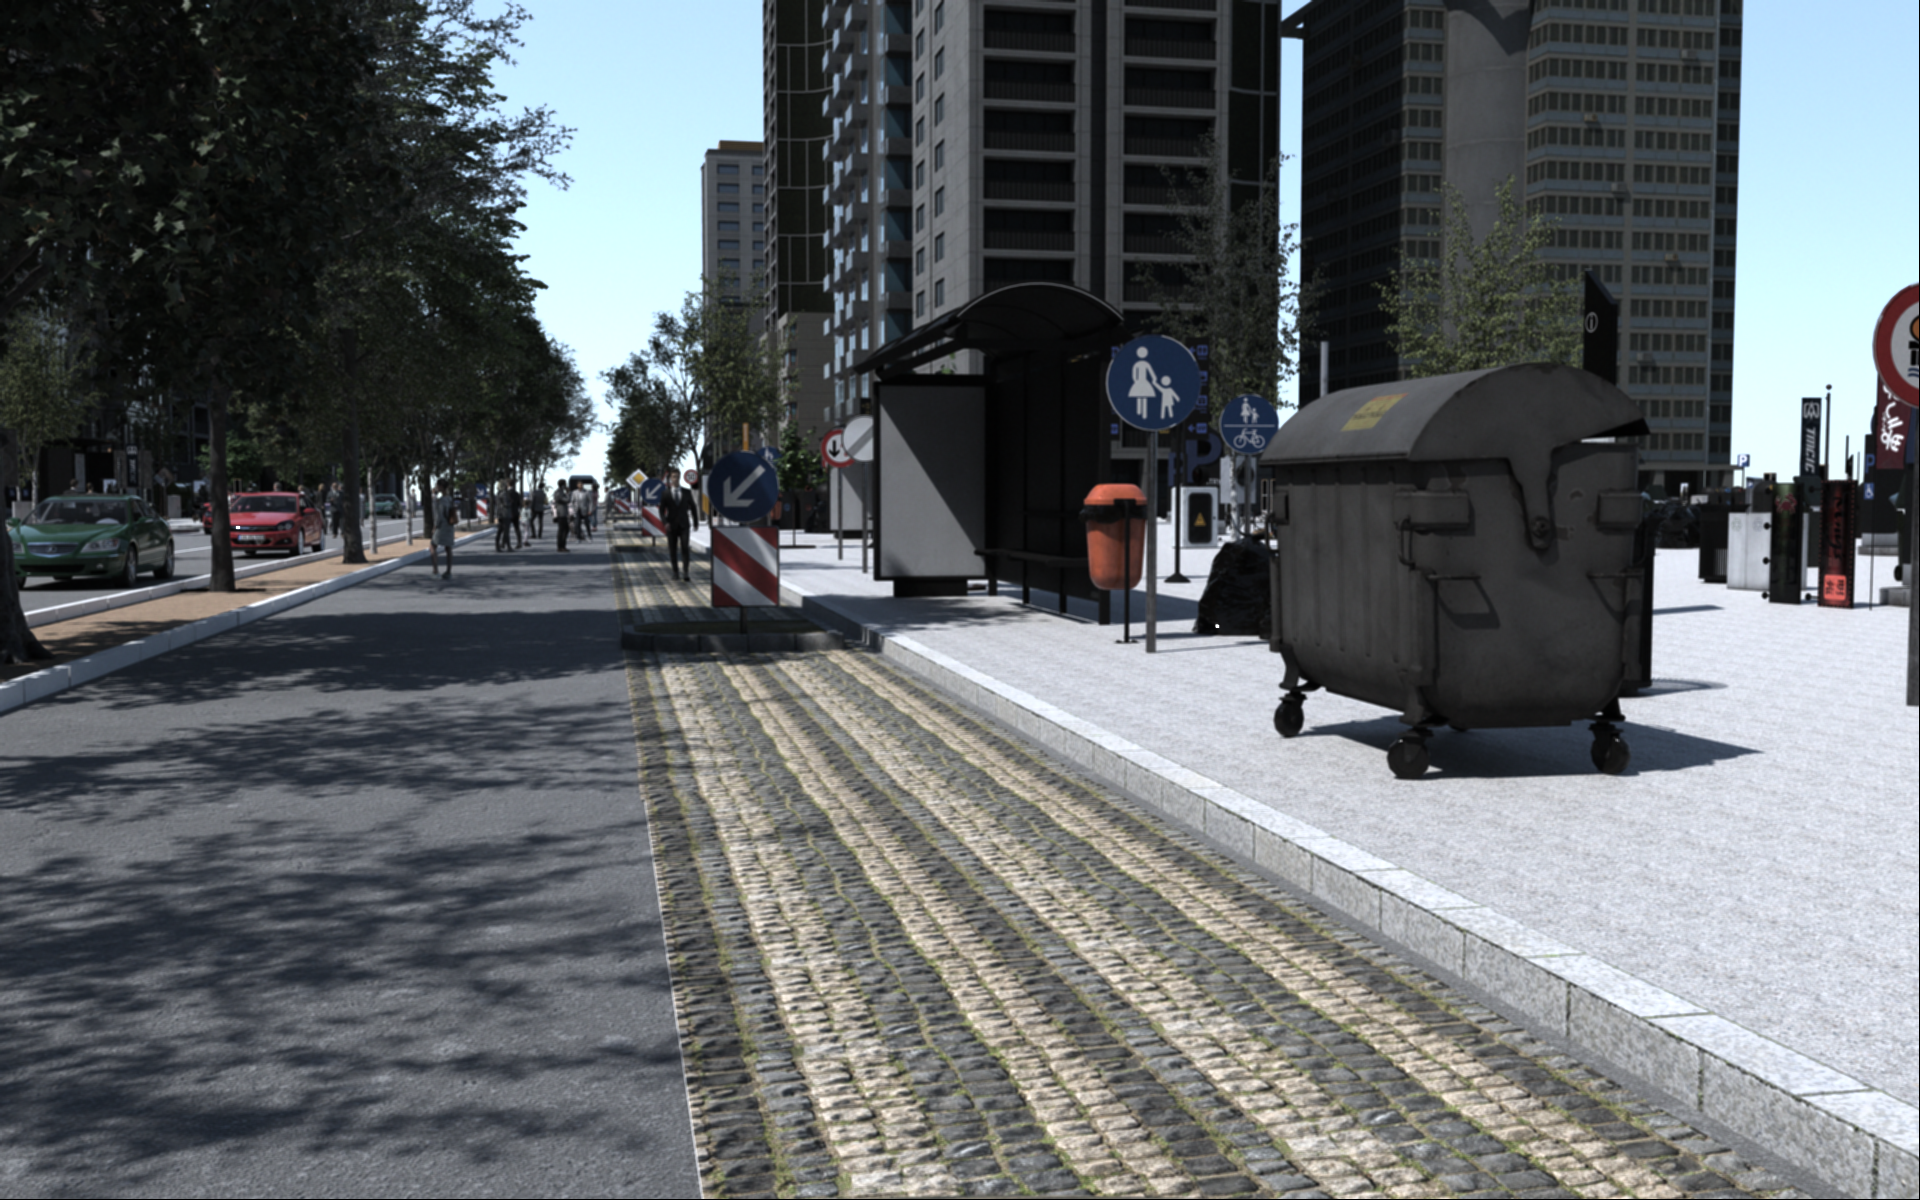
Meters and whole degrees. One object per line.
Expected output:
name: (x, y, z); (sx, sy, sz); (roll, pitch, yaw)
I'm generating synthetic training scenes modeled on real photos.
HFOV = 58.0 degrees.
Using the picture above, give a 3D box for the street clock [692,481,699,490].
street clock: (-13.921, -5.301, 91.242); (0.471, 2.002, 0.358); (2, 4, 25)

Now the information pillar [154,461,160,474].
information pillar: (-56.346, -7.972, 121.691); (0.504, 3.616, 0.183); (-2, 4, -24)

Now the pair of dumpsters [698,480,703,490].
pair of dumpsters: (-18.071, -7.506, 125.223); (1.574, 2.255, 4.437); (-1, 4, -12)

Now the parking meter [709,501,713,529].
parking meter: (-8.972, -3.524, 63.330); (0.399, 1.863, 0.255); (0, 4, 1)

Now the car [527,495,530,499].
car: (-50.766, -11.920, 206.889); (2.014, 1.417, 4.499); (-1, 4, -12)

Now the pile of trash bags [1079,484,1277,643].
pile of trash bags: (2.720, -0.354, 15.533); (3.447, 1.369, 1.912); (-1, 4, -16)

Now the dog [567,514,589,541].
dog: (-11.684, -2.228, 53.260); (0.800, 0.831, 0.513); (0, 4, 0)

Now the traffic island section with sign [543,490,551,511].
traffic island section with sign: (-35.729, -8.517, 147.383); (2.006, 1.907, 1.989); (-1, 4, -12)

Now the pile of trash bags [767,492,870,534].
pile of trash bags: (-4.680, -2.873, 56.732); (3.447, 1.369, 1.912); (0, 4, -6)

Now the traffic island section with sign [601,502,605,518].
traffic island section with sign: (-18.888, -5.388, 96.724); (1.989, 1.847, 2.006); (-1, 4, -12)

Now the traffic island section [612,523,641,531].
traffic island section: (-14.127, -3.253, 75.462); (2.009, 0.180, 2.903); (-1, 4, -12)

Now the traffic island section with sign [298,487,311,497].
traffic island section with sign: (-35.745, -5.245, 94.386); (1.989, 1.847, 2.006); (-1, 4, -12)

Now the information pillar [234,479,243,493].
information pillar: (-35.461, -4.933, 85.142); (0.304, 2.012, 0.304); (0, 4, -5)

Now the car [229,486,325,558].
car: (-15.935, -1.898, 40.076); (2.155, 1.783, 4.494); (-1, 4, -11)

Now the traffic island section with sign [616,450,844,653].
traffic island section with sign: (-2.229, -0.483, 16.532); (1.989, 1.847, 2.006); (-1, 4, -12)

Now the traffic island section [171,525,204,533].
traffic island section: (-29.435, -2.560, 64.143); (2.009, 0.180, 2.903); (-1, 4, -12)

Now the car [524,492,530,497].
car: (-70.462, -16.669, 282.127); (1.945, 1.707, 3.694); (-1, 4, -13)

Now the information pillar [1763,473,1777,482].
information pillar: (27.929, -3.381, 59.771); (0.304, 2.012, 0.304); (-2, 4, -27)

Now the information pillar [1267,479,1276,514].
information pillar: (15.673, -5.021, 86.578); (0.304, 2.012, 0.304); (0, 4, 1)

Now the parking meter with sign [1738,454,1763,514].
parking meter with sign: (35.164, -4.911, 76.557); (1.738, 3.016, 0.543); (-2, 4, -28)

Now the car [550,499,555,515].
car: (-26.992, -6.494, 118.537); (2.083, 1.381, 4.827); (-1, 4, -12)

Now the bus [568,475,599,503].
bus: (-38.009, -11.009, 174.853); (2.948, 3.499, 13.247); (-1, 4, -11)

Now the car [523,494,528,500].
car: (-67.972, -15.709, 269.209); (2.083, 1.381, 4.827); (-1, 4, -12)

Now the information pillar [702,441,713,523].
information pillar: (-10.980, -5.151, 75.573); (0.504, 3.616, 0.183); (-2, 4, -25)

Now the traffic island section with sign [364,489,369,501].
traffic island section with sign: (-41.216, -6.860, 120.782); (1.989, 1.847, 2.006); (-1, 4, -12)

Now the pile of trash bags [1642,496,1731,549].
pile of trash bags: (16.558, -1.923, 41.193); (3.447, 1.369, 1.912); (0, 4, 1)

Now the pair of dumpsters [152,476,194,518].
pair of dumpsters: (-41.967, -5.507, 92.536); (1.574, 2.255, 4.437); (-1, 4, -12)

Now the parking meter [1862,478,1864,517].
parking meter: (24.914, -2.548, 47.369); (0.255, 1.863, 0.399); (-2, 4, -26)

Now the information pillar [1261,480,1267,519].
information pillar: (15.539, -5.128, 88.333); (0.304, 2.012, 0.304); (1, 4, 12)

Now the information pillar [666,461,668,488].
information pillar: (-18.899, -7.371, 111.878); (0.183, 3.616, 0.504); (0, 4, 4)

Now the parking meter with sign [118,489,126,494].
parking meter with sign: (-55.093, -7.105, 112.422); (1.738, 3.016, 0.543); (-3, 5, -40)

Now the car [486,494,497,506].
car: (-56.507, -12.182, 208.214); (2.155, 1.783, 4.494); (-1, 4, -11)

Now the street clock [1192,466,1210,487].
street clock: (6.300, -2.495, 45.358); (0.358, 2.002, 0.471); (-2, 4, -28)

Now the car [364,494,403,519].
car: (-33.522, -5.432, 100.607); (2.131, 1.459, 4.920); (-1, 4, -11)

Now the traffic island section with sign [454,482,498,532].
traffic island section with sign: (-18.935, -3.573, 66.557); (2.006, 1.907, 1.989); (-1, 4, -12)

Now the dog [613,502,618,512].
dog: (-27.913, -7.565, 140.523); (0.513, 0.831, 0.800); (-2, 4, -23)

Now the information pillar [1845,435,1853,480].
information pillar: (35.342, -4.754, 69.077); (0.183, 3.616, 0.504); (2, 4, 26)

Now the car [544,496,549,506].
car: (-52.729, -12.704, 217.929); (2.015, 1.641, 3.980); (-1, 4, -10)

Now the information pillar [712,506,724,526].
information pillar: (-8.758, -3.556, 62.628); (0.304, 2.012, 0.304); (3, 4, 36)

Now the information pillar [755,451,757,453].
information pillar: (-10.991, -6.179, 92.383); (0.183, 3.616, 0.504); (3, 4, 38)

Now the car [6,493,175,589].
car: (-13.920, -0.977, 27.767); (2.131, 1.459, 4.920); (-1, 4, -14)

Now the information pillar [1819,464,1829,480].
information pillar: (21.309, -2.353, 42.965); (0.304, 2.012, 0.304); (0, 4, 5)

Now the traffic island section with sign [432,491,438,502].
traffic island section with sign: (-51.287, -9.823, 169.226); (1.989, 1.847, 2.006); (-1, 4, -12)

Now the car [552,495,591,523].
car: (-19.509, -4.578, 87.208); (2.083, 1.381, 4.827); (-1, 4, -11)

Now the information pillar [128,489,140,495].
information pillar: (-54.686, -7.526, 114.398); (0.183, 3.616, 0.504); (3, 5, 43)

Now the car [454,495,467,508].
car: (-44.306, -8.545, 152.288); (1.945, 1.354, 3.894); (-1, 4, -12)

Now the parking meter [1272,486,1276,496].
parking meter: (10.158, -2.870, 55.338); (0.372, 1.533, 0.369); (0, 3, 0)

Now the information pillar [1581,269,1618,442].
information pillar: (6.601, -1.626, 17.945); (0.183, 3.616, 0.504); (-1, 4, -13)

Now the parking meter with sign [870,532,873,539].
parking meter with sign: (-1.916, -3.312, 50.407); (1.738, 3.016, 0.543); (-3, 5, -39)

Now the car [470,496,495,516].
car: (-31.289, -6.143, 113.010); (1.945, 1.354, 3.894); (-1, 4, -12)

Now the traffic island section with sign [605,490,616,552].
traffic island section with sign: (-7.757, -2.111, 43.142); (1.989, 1.847, 2.006); (-1, 4, -12)

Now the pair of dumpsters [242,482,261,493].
pair of dumpsters: (-41.081, -5.891, 98.809); (1.574, 2.255, 4.437); (-1, 4, -12)
